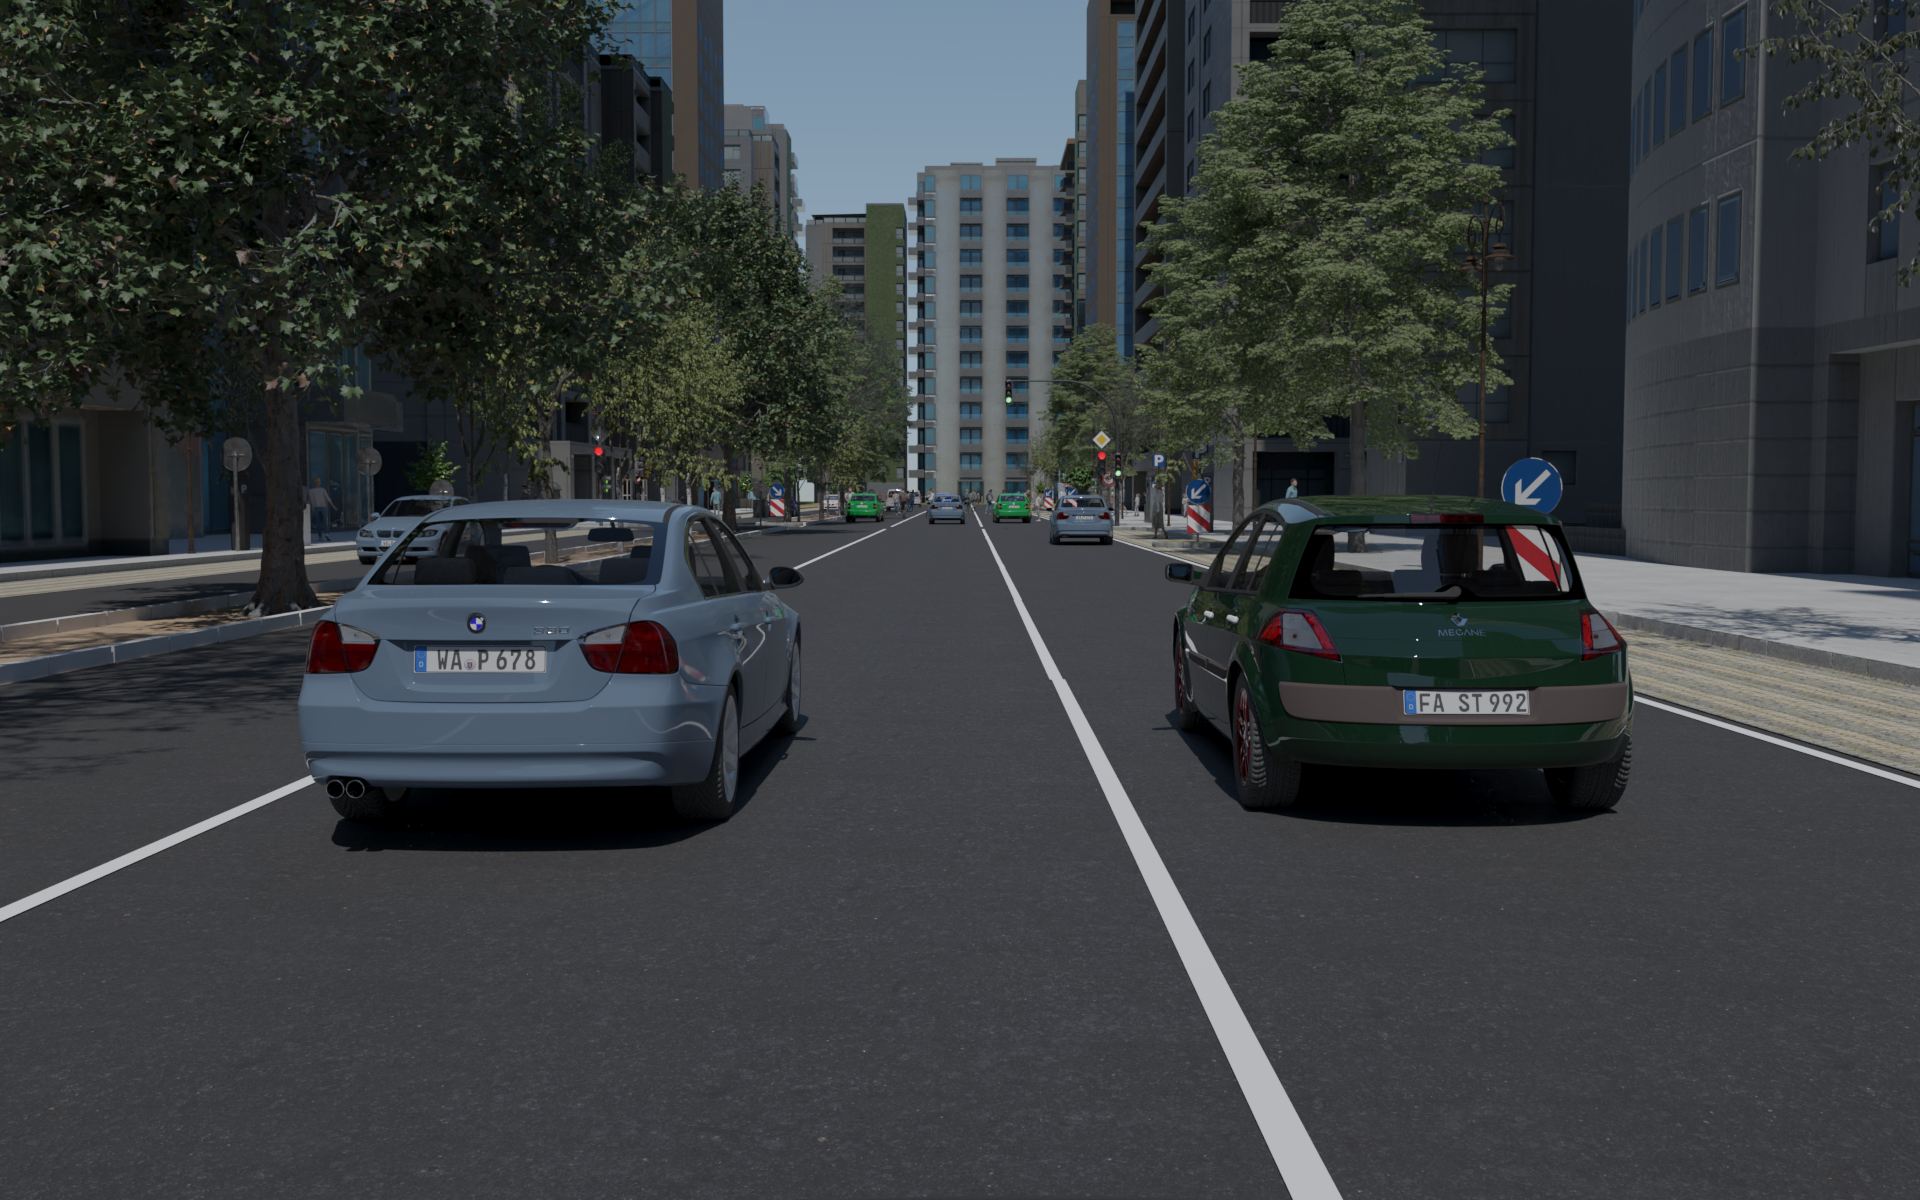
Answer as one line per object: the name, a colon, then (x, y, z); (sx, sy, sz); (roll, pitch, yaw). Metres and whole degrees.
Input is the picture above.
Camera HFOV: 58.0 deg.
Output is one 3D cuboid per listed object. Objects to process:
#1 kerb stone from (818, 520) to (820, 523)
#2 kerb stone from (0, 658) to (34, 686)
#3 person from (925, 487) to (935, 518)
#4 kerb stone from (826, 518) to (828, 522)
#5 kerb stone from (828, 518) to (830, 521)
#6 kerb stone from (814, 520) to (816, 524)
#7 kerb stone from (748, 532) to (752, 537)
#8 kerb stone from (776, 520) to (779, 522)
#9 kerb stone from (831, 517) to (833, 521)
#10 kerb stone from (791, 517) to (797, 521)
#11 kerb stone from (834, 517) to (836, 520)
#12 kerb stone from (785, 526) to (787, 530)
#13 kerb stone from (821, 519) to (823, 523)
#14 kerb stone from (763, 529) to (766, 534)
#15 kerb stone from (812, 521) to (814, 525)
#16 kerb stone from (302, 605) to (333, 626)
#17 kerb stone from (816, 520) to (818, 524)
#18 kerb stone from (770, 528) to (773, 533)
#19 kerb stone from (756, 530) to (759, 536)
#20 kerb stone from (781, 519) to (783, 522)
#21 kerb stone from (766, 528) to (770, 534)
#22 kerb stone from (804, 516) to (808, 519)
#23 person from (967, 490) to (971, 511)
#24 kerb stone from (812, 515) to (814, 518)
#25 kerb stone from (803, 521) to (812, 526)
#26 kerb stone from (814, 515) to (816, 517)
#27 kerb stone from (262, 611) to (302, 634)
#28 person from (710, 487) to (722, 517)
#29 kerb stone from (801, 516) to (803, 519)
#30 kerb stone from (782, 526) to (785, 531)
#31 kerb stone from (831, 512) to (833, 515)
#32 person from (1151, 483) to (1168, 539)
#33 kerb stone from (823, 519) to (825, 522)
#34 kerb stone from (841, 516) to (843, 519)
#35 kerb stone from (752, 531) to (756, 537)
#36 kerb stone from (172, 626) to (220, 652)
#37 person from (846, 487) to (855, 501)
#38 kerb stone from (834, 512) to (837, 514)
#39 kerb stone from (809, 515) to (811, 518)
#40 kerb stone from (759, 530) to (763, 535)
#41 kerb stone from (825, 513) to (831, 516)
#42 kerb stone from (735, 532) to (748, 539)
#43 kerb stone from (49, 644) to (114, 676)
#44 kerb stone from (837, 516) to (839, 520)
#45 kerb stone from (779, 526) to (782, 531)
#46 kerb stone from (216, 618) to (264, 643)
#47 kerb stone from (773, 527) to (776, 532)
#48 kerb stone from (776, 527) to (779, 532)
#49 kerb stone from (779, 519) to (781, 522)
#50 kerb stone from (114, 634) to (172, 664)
kerb stone: (-6.979, -3.738, 83.338); (0.120, 0.150, 1.000); (0, 4, 0)
kerb stone: (-7.214, 0.560, 13.083); (0.120, 0.150, 1.000); (0, 4, 0)
person: (-1.782, -5.806, 103.534); (0.679, 1.850, 0.850); (-3, 5, -41)
kerb stone: (-6.961, -4.048, 88.460); (0.120, 0.150, 1.000); (0, 4, 0)
kerb stone: (-6.956, -4.113, 89.482); (0.120, 0.150, 1.000); (0, 4, 0)
kerb stone: (-6.991, -3.614, 81.288); (0.120, 0.150, 1.000); (0, 4, 0)
kerb stone: (-7.069, -2.137, 57.149); (0.120, 0.150, 1.000); (0, 4, 0)
kerb stone: (-9.074, -3.801, 84.376); (0.120, 0.150, 1.000); (0, 4, 0)
kerb stone: (-6.942, -4.241, 91.529); (0.120, 0.150, 1.000); (0, 4, 0)
kerb stone: (-9.043, -4.431, 94.642); (0.120, 0.150, 1.000); (0, 4, 0)
kerb stone: (-6.950, -4.367, 93.600); (0.120, 0.150, 1.000); (0, 4, 0)
kerb stone: (-7.031, -2.828, 68.427); (0.120, 0.150, 1.000); (0, 4, 0)
kerb stone: (-6.970, -3.856, 85.383); (0.120, 0.150, 1.000); (0, 4, 0)
kerb stone: (-7.051, -2.389, 61.255); (0.120, 0.150, 1.000); (0, 4, 0)
kerb stone: (-6.989, -3.544, 80.266); (0.120, 0.150, 1.000); (0, 4, 0)
kerb stone: (-7.186, 0.181, 19.235); (0.120, 0.150, 1.000); (0, 4, 0)
kerb stone: (-6.983, -3.677, 82.316); (0.120, 0.150, 1.000); (0, 4, 0)
kerb stone: (-7.040, -2.512, 63.299); (0.120, 0.150, 1.000); (0, 4, 0)
kerb stone: (-7.060, -2.263, 59.195); (0.120, 0.150, 1.000); (0, 4, 0)
kerb stone: (-9.065, -3.927, 86.432); (0.120, 0.150, 1.000); (0, 4, 0)
kerb stone: (-7.048, -2.451, 62.277); (0.120, 0.150, 1.000); (0, 4, 0)
kerb stone: (-9.025, -4.745, 99.777); (0.120, 0.150, 1.000); (0, 4, 0)
person: (0.774, -8.377, 145.717); (0.529, 1.795, 0.600); (-2, 4, -27)
kerb stone: (-9.009, -4.992, 103.887); (0.120, 0.150, 1.000); (0, 4, 0)
kerb stone: (-6.993, -3.489, 79.238); (0.120, 0.150, 1.000); (0, 4, 0)
kerb stone: (-9.001, -5.059, 104.916); (0.120, 0.150, 1.000); (0, 4, 0)
kerb stone: (-7.195, 0.244, 18.205); (0.120, 0.150, 1.000); (0, 4, 0)
person: (-13.997, -5.561, 99.281); (0.638, 1.841, 0.748); (0, 4, -5)
kerb stone: (-9.036, -4.557, 96.696); (0.120, 0.150, 1.000); (0, 4, 0)
kerb stone: (-7.035, -2.761, 67.405); (0.120, 0.150, 1.000); (0, 4, 0)
kerb stone: (-8.960, -5.874, 118.239); (0.120, 0.150, 1.000); (0, 4, 0)
person: (6.339, -2.822, 54.867); (0.478, 1.798, 0.641); (-3, 5, -40)
kerb stone: (-6.966, -3.927, 86.407); (0.120, 0.150, 1.000); (0, 4, 0)
kerb stone: (-6.933, -4.675, 98.735); (0.120, 0.150, 1.000); (0, 4, 0)
kerb stone: (-7.059, -2.200, 58.171); (0.120, 0.150, 1.000); (0, 4, 0)
kerb stone: (-7.203, 0.376, 16.160); (0.120, 0.150, 1.000); (0, 4, 0)
person: (-5.863, -5.132, 92.609); (0.606, 1.804, 0.583); (1, 4, 15)
kerb stone: (-8.947, -6.113, 122.334); (0.120, 0.150, 1.000); (0, 4, 0)
kerb stone: (-9.020, -4.866, 101.837); (0.120, 0.150, 1.000); (0, 4, 0)
kerb stone: (-7.057, -2.325, 60.217); (0.120, 0.150, 1.000); (0, 4, 0)
kerb stone: (-8.966, -5.809, 117.201); (0.120, 0.150, 1.000); (0, 4, 0)
kerb stone: (-7.070, -2.075, 56.123); (0.120, 0.150, 1.000); (0, 4, 0)
kerb stone: (-7.217, 0.495, 14.105); (0.120, 0.150, 1.000); (0, 4, 0)
kerb stone: (-6.945, -4.493, 95.660); (0.120, 0.150, 1.000); (0, 4, 0)
kerb stone: (-7.037, -2.702, 66.377); (0.120, 0.150, 1.000); (0, 4, 0)
kerb stone: (-7.194, 0.307, 17.182); (0.120, 0.150, 1.000); (0, 4, 0)
kerb stone: (-7.042, -2.577, 64.323); (0.120, 0.150, 1.000); (0, 4, 0)
kerb stone: (-7.048, -2.639, 65.345); (0.120, 0.150, 1.000); (0, 4, 0)
kerb stone: (-9.069, -3.866, 85.408); (0.120, 0.150, 1.000); (0, 4, 0)
kerb stone: (-7.204, 0.432, 15.138); (0.120, 0.150, 1.000); (0, 4, 0)
